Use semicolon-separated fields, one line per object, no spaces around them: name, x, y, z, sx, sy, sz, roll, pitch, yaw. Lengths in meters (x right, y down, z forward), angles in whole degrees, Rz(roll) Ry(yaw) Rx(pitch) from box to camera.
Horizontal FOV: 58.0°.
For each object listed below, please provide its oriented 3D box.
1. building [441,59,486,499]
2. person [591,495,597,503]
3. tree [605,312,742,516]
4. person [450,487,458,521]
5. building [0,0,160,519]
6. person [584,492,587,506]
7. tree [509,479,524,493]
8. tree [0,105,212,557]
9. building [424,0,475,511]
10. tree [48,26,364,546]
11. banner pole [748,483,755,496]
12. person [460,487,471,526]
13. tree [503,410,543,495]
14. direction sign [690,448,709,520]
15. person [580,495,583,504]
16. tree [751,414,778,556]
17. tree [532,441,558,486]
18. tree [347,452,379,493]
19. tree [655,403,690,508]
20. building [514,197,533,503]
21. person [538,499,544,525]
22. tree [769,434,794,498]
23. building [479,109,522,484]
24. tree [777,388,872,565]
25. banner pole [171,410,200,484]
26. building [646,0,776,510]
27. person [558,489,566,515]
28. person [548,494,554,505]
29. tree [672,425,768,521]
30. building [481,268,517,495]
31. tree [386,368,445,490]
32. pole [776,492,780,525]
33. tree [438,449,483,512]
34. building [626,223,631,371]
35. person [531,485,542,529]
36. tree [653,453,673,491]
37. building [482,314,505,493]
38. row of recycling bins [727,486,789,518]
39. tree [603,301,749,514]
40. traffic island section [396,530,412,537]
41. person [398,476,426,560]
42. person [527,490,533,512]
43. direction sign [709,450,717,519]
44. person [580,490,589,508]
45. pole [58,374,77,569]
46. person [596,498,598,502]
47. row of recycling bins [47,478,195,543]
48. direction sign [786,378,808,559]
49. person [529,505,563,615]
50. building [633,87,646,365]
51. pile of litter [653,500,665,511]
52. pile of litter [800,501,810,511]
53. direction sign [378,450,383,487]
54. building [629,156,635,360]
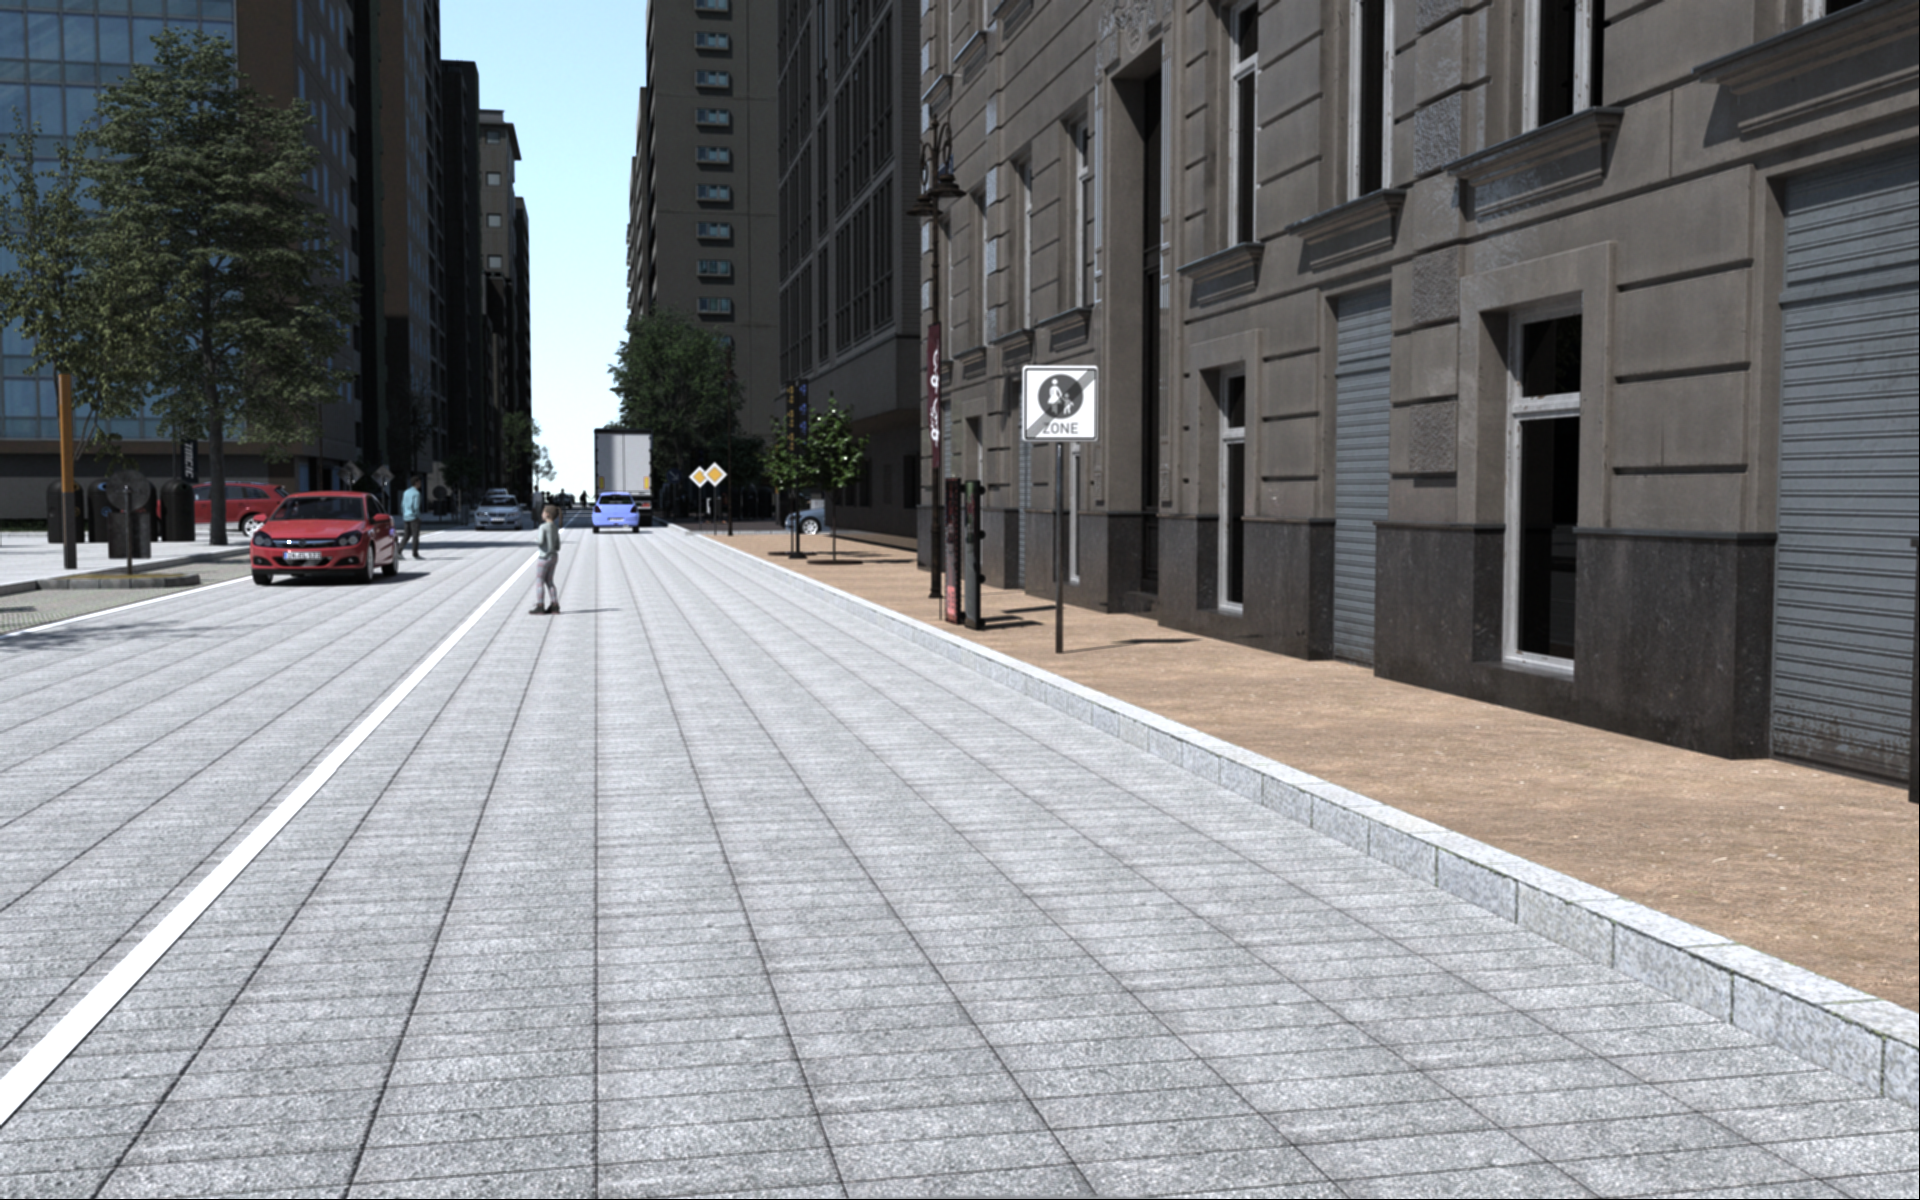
building;-51.148;-28.989;157.572;14.154;41.232;14.086;-1;4;-12
person;-33.297;-9.194;158.803;0.705;1.826;1.348;2;4;25
tree;-16.116;-10.640;99.714;9.928;11.665;9.643;0;3;0
person;-24.812;-4.665;85.105;0.374;1.781;0.599;-3;4;-36
building;-31.874;-25.476;66.646;14.600;45.320;14.200;-1;4;-12
person;-44.045;-11.870;203.504;0.436;1.711;0.756;-1;4;-18
tree;-51.405;-12.558;199.921;1.663;3.219;1.824;0;3;0
tree;-17.213;-5.100;33.747;4.737;8.622;4.395;0;3;0
building;-50.393;-42.867;139.125;20.563;71.187;20.611;-1;4;-12
tree;-18.995;-7.648;43.180;7.486;12.596;7.792;0;3;0
banner pole;-11.038;-6.202;91.428;0.401;3.779;0.863;2;4;28
person;-22.371;-4.235;78.293;0.362;1.759;0.519;3;5;43
tree;-53.932;-17.205;207.063;9.928;11.665;9.643;0;3;0
direction sign;-12.981;-5.722;85.559;0.876;3.537;0.379;3;4;36
person;-43.514;-11.466;199.209;0.421;1.427;0.697;0;4;3
tree;-3.508;-2.553;36.337;1.663;3.219;1.824;0;3;0
tree;-70.578;-21.640;288.223;7.601;10.594;8.767;-1;4;-15
tree;-26.936;-5.070;77.503;1.663;3.219;1.824;0;3;0
tree;-23.323;-11.370;136.257;4.360;8.622;3.978;0;3;0
building;-76.927;-39.195;264.533;21.300;48.544;21.600;-1;4;-12
person;-19.171;-4.154;79.011;0.503;1.515;0.523;-3;4;-39
tree;-12.183;-10.776;126.550;4.360;8.622;3.978;0;3;0
building;-75.394;-39.737;238.946;28.713;52.752;27.495;-1;4;-12
tree;-2.448;-2.276;31.822;1.663;3.219;1.824;0;3;0
banner pole;-22.635;-3.699;50.490;0.863;3.779;0.401;-2;4;-29
building;-16.083;-32.253;151.037;21.300;48.544;21.600;-1;4;-12
person;-26.734;-6.583;116.320;0.511;1.800;0.466;0;4;-3
person;-41.171;-9.956;174.505;0.697;1.427;0.421;3;5;41
tree;-10.559;-6.041;82.482;4.285;4.588;4.351;0;3;0
building;-64.220;-27.465;220.748;14.160;30.474;14.107;-1;4;-12
tree;-32.102;-9.218;101.075;4.360;8.622;3.978;0;3;0
pole;-7.593;-4.783;72.051;0.158;3.312;0.155;0;3;0
tree;-36.551;-8.751;126.796;4.285;4.588;4.351;0;3;0
building;-42.101;-40.290;278.349;23.786;49.044;30.456;-1;4;-12
person;-17.316;-3.809;71.000;0.478;1.798;0.641;-2;4;-29
tree;-20.881;-8.499;122.669;4.285;4.588;4.351;0;3;0
building;-61.895;-20.370;178.093;27.650;21.520;28.899;-1;4;-12
row of recycling bins;-11.011;-5.342;94.456;3.534;1.692;1.069;1;4;12
tree;-18.589;-12.640;113.325;9.857;13.997;8.962;0;3;0
traffic island section;-19.776;-2.269;59.382;2.009;0.180;2.903;-1;4;-12
person;-11.964;-1.781;37.632;0.660;1.820;0.620;3;4;36
person;-34.699;-8.020;140.344;1.217;1.735;0.721;3;5;40
direction sign;-12.894;-5.981;89.783;0.876;3.537;0.379;3;4;37
person;-38.409;-10.317;177.200;1.348;1.823;0.705;2;4;26
pole;-15.225;-2.184;29.545;0.158;3.312;0.155;0;3;0
person;-26.359;-7.223;126.689;0.616;1.811;0.778;-3;4;-37
row of recycling bins;-22.335;-2.387;46.142;3.534;1.692;1.069;-2;4;-32
direction sign;-3.226;-2.591;34.357;0.379;3.537;0.876;-2;4;-32
person;-4.951;-0.482;20.663;0.394;1.301;0.425;0;4;5
building;-26.115;-35.238;199.845;21.300;48.544;21.600;-1;4;-12
pile of litter;-23.310;-7.261;132.675;1.719;0.858;1.176;1;4;14
pile of litter;-9.404;-5.664;106.571;1.719;0.858;1.176;2;4;30
direction sign;-29.816;-5.943;89.168;0.379;3.537;0.876;0;4;-5
building;-34.218;-37.580;238.140;21.300;48.544;21.600;-1;4;-12
